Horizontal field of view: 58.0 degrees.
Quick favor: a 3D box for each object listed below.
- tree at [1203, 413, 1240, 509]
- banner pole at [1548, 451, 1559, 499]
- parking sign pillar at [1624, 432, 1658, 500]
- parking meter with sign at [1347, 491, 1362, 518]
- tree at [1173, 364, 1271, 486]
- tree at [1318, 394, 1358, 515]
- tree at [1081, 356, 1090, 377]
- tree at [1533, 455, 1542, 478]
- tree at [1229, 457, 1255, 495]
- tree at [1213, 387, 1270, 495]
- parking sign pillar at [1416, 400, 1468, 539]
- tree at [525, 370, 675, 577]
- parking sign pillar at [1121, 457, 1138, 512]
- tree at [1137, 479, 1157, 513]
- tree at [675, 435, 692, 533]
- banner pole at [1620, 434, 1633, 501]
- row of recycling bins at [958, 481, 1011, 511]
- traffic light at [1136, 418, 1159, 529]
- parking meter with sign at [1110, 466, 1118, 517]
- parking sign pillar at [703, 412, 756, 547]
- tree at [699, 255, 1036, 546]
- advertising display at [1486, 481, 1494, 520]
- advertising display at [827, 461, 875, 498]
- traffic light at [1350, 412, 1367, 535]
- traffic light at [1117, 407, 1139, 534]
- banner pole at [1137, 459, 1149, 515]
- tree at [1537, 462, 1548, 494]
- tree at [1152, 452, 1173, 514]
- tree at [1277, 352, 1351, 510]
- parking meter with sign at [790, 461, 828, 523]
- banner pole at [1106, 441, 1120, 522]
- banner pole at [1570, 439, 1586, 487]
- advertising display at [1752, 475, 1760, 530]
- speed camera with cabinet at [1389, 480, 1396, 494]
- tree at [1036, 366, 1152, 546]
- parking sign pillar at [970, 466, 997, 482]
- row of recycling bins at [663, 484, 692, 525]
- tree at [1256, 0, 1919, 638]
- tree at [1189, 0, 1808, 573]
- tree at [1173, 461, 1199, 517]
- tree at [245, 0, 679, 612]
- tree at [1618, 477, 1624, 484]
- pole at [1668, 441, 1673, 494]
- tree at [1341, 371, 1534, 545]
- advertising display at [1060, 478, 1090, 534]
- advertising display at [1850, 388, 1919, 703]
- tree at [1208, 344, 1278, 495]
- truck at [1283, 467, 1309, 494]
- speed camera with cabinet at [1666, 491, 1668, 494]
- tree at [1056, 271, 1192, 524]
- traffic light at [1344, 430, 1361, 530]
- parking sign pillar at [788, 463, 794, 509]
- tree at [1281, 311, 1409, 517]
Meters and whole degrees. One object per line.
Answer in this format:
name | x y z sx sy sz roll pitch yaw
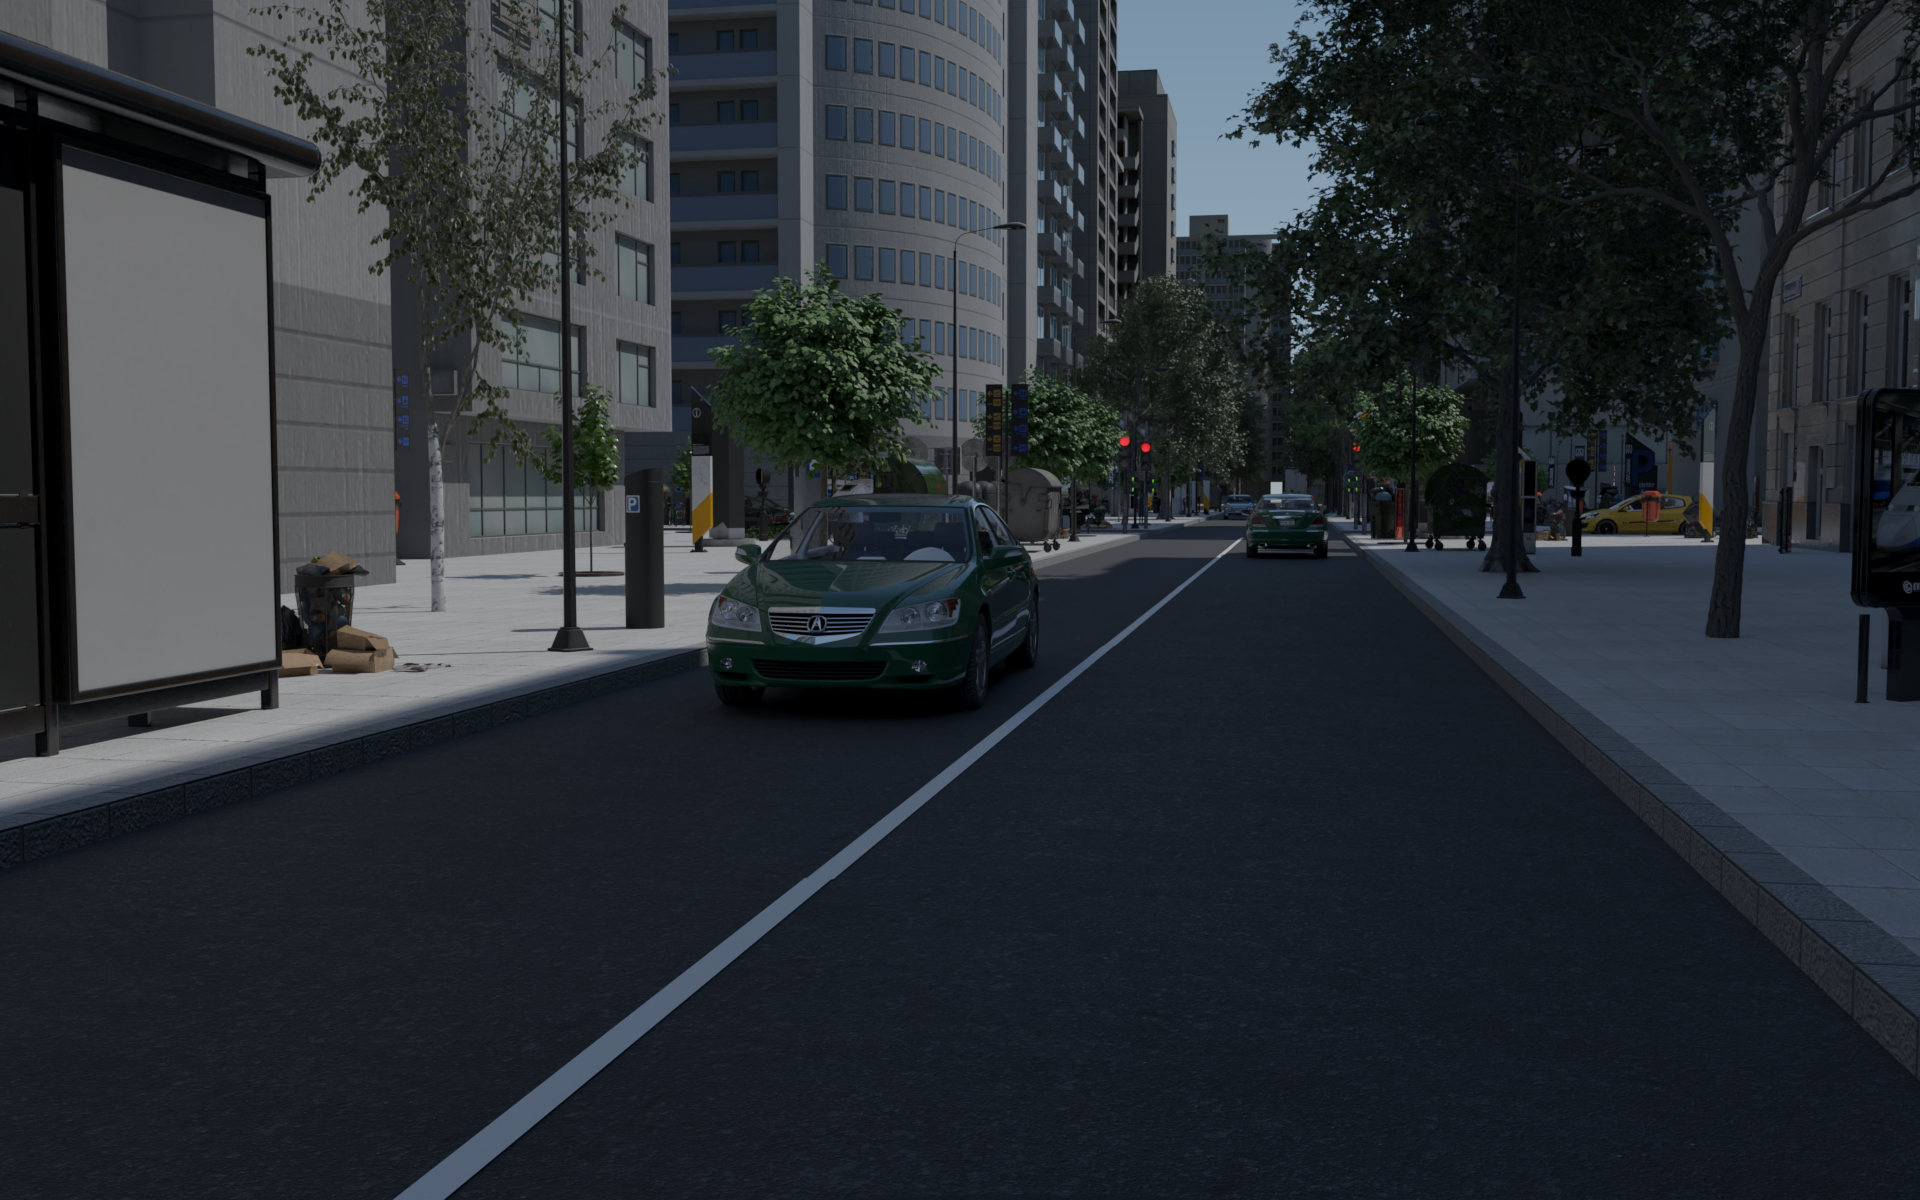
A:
tree | 20.219 -11.432 137.271 4.737 8.622 4.395 0 3 0
banner pole | 34.289 -6.729 100.031 0.401 3.779 0.863 -2 4 -34
parking sign pillar | 29.681 -5.321 75.475 1.447 3.967 1.447 0 4 -6
parking meter with sign | 21.269 -5.867 92.189 1.738 3.016 0.543 -3 5 -42
tree | 23.186 -15.287 156.601 9.857 13.997 8.962 0 3 0
tree | 23.880 -9.550 106.497 4.360 8.622 3.978 0 3 0
tree | 10.349 -10.446 87.799 9.611 12.733 9.660 0 3 0
tree | 31.543 -7.059 99.120 4.285 4.588 4.351 0 3 0
tree | 32.013 -15.311 200.697 4.360 8.622 3.978 0 3 0
tree | 28.685 -16.108 181.496 7.486 12.596 7.792 0 3 0
parking sign pillar | 13.851 -3.744 49.680 1.447 3.967 1.447 1 4 11
tree | -5.780 -2.001 27.315 1.663 3.219 1.824 0 3 0
parking sign pillar | 11.966 -8.206 122.642 1.447 3.967 1.447 2 4 25
tree | 12.459 -7.531 117.738 1.663 3.219 1.824 0 3 0
tree | -9.002 -3.817 57.008 1.663 3.219 1.824 0 3 0
banner pole | 27.950 -5.060 72.742 0.863 3.779 0.401 -2 4 -27
row of recycling bins | 0.895 -2.947 55.292 1.069 1.692 3.534 2 4 26
traffic light | 6.872 -4.576 63.740 0.839 4.253 0.868 1 4 11
parking meter with sign | 8.761 -6.219 97.940 0.543 3.016 1.738 1 4 9
parking sign pillar | -5.747 -3.308 42.553 1.447 3.967 1.447 -2 4 -30
tree | -1.867 -2.458 23.904 4.285 4.588 4.351 0 3 0
advertising display | 26.636 -4.965 86.398 0.974 1.923 0.123 -1 4 -14
advertising display | -1.995 -1.569 30.865 0.974 1.923 0.123 -1 4 -13
traffic light | 12.726 -4.010 54.489 0.839 4.253 0.868 1 4 11
traffic light | 5.349 -4.097 55.901 0.839 4.253 0.868 1 4 11
banner pole | 11.447 -7.217 108.018 0.863 3.779 0.401 -2 4 -24
tree | 34.725 -6.683 103.868 1.663 3.219 1.824 0 3 0
tree | 3.512 -4.206 52.475 4.285 4.588 4.351 0 3 0
tree | 30.389 -14.363 141.485 9.857 13.997 8.962 0 3 0
parking meter with sign | -2.445 -1.976 28.566 0.543 3.016 1.738 -1 4 -20
banner pole | 7.032 -5.440 78.958 0.863 3.779 0.401 2 4 24
banner pole | 27.967 -5.423 78.687 0.863 3.779 0.401 3 5 42
advertising display | 27.589 -3.353 60.038 0.123 1.923 0.974 1 4 19
speed camera with cabinet | 18.250 -4.826 73.246 0.660 3.252 2.038 0 4 4
tree | 1.900 -3.658 43.528 4.285 4.588 4.351 0 3 0
parking sign pillar | 1.078 -5.312 75.329 1.447 3.967 1.447 2 4 29
row of recycling bins | -11.070 -3.928 71.330 3.534 1.692 1.069 1 4 18
tree | 6.743 -4.921 14.874 8.767 10.594 7.601 1 4 12
tree | 8.937 -6.795 28.113 9.611 12.733 9.660 0 3 0
tree | 12.072 -7.084 99.536 4.285 4.588 4.351 0 3 0
tree | -5.459 -4.176 18.638 4.360 8.622 3.978 0 3 0
tree | 40.837 -6.712 104.340 1.663 3.219 1.824 0 3 0
pole | 27.372 -4.460 66.769 0.158 3.312 0.155 0 3 0
tree | 11.403 -3.714 44.430 4.285 4.588 4.351 0 3 0
advertising display | 3.737 -3.122 56.256 0.974 1.923 0.123 0 4 -2
advertising display | 5.951 -0.338 10.733 0.974 1.923 0.123 -1 4 -19
tree | 33.501 -21.931 214.466 12.611 20.169 13.585 0 3 0
truck | 35.767 -11.957 184.417 2.839 4.237 11.283 1 4 11
speed camera with cabinet | 43.368 -6.719 104.197 2.038 3.252 0.660 0 4 7
tree | 7.225 -8.467 72.842 7.601 10.594 8.767 3 5 40
traffic light | 14.249 -4.490 62.328 0.839 4.253 0.868 1 4 11
parking sign pillar | -6.226 -4.956 69.496 1.447 3.967 1.447 0 4 6
tree | 21.767 -10.533 97.971 9.928 11.665 9.643 0 3 0
